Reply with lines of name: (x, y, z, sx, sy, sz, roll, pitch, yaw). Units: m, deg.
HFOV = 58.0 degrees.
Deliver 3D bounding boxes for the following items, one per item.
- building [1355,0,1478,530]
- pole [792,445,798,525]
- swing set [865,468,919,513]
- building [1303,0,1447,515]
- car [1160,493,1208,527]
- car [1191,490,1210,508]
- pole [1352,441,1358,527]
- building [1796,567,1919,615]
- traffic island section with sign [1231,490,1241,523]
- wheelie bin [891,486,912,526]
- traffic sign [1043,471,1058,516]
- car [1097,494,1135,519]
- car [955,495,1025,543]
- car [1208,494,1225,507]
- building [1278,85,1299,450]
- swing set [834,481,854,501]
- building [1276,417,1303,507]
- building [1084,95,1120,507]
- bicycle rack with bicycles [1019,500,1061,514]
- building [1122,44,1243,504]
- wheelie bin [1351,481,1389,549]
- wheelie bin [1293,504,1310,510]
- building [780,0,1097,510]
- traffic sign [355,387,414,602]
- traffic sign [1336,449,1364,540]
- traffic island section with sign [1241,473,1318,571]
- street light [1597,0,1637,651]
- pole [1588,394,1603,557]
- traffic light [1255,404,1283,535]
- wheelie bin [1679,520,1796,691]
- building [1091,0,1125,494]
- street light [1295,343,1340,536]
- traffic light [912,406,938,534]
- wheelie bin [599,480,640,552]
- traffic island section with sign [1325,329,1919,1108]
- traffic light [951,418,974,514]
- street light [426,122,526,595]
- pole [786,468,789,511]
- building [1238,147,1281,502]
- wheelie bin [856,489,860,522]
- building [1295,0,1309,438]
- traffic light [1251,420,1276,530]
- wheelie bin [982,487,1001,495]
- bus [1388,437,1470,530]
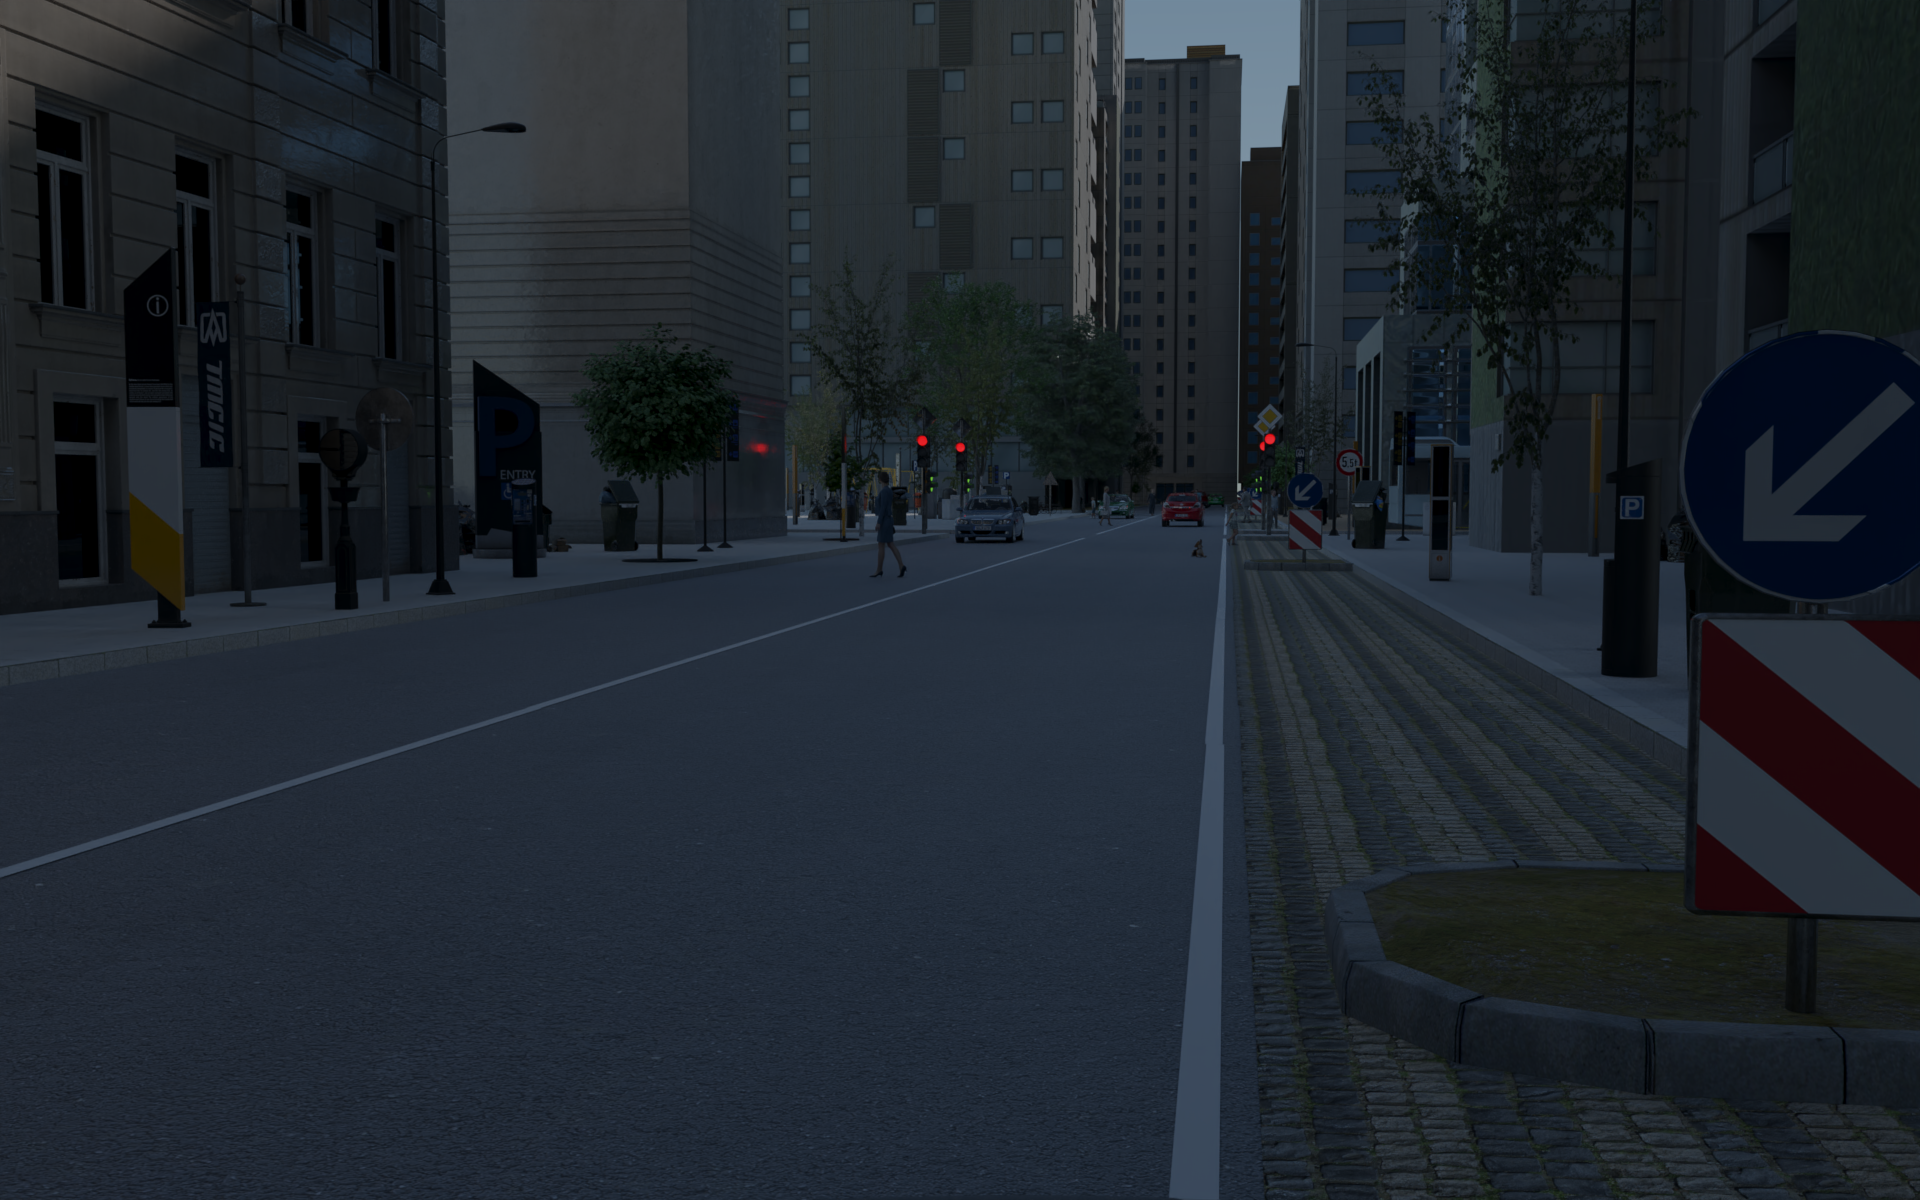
building: (32.234, -46.242, 68.725, 31.000, 86.520, 22.319, 1, 4, 9)
pole: (-6.882, -4.797, 72.269, 0.158, 3.312, 0.155, 0, 3, 0)
swing set: (-4.657, -7.283, 116.692, 3.119, 2.851, 2.862, -1, 4, -22)
building: (34.548, -35.286, 118.932, 21.231, 58.520, 28.212, 1, 4, 9)
car: (9.947, -4.163, 77.103, 2.155, 1.783, 4.494, 1, 4, 9)
car: (24.195, -10.224, 175.830, 2.281, 1.827, 5.304, 1, 4, 9)
pole: (15.242, -4.464, 66.832, 0.158, 3.312, 0.155, 0, 3, 0)
building: (17.166, -20.600, 20.412, 14.154, 41.232, 14.086, 1, 4, 9)
traffic island section with sign: (14.632, -4.748, 86.261, 1.989, 1.847, 2.006, 1, 4, 9)
wheelie bin: (-2.452, -3.833, 70.577, 0.980, 1.594, 0.693, 0, 4, -5)
traffic sign: (5.192, -6.093, 99.617, 0.884, 2.594, 0.081, 1, 4, 13)
car: (9.133, -5.452, 100.936, 2.131, 1.459, 4.920, 1, 4, 10)
car: (0.938, -2.468, 52.361, 2.014, 1.417, 4.499, 0, 4, 8)
car: (28.151, -11.106, 190.374, 1.959, 1.807, 4.718, 1, 4, 9)
building: (47.256, -34.982, 195.657, 21.300, 48.544, 21.600, 1, 4, 9)
swing set: (-8.369, -8.691, 139.712, 3.119, 2.851, 2.862, 1, 4, 19)
building: (42.603, -45.020, 174.332, 20.563, 71.187, 20.611, 1, 4, 9)
building: (8.465, -29.959, 173.431, 14.154, 41.232, 14.086, 1, 4, 9)
bicycle rack with bicycles: (5.127, -6.008, 111.610, 2.925, 0.926, 2.852, -1, 4, -22)
building: (23.282, -42.232, 232.499, 28.212, 58.520, 21.231, 1, 4, 9)
wheelie bin: (9.619, -2.005, 40.685, 0.693, 1.594, 0.980, -3, 5, -40)
wheelie bin: (14.589, -4.033, 73.851, 0.693, 1.594, 0.980, -1, 4, -10)
building: (-2.157, -34.504, 153.386, 28.713, 52.752, 27.495, 1, 4, 9)
traffic sign: (-6.861, -1.256, 20.634, 0.768, 2.556, 0.104, 1, 4, 12)
traffic sign: (10.915, -2.963, 48.554, 0.768, 2.556, 0.104, 1, 4, 18)
traffic island section with sign: (6.413, -1.485, 32.910, 1.989, 1.847, 2.006, 1, 4, 9)
street light: (4.869, -2.543, 14.113, 1.470, 5.913, 1.316, 1, 4, 9)
pole: (12.977, -2.540, 35.372, 0.158, 3.312, 0.155, 0, 3, 0)
traffic light: (9.600, -3.971, 53.853, 0.839, 4.253, 0.868, 1, 4, 9)
wheelie bin: (4.935, -0.187, 10.971, 0.693, 1.594, 0.980, 1, 4, 12)
building: (8.248, -46.685, 201.559, 20.611, 71.187, 20.563, 1, 4, 9)
street light: (10.982, -4.936, 53.240, 1.470, 5.913, 1.316, 1, 4, 9)
traffic light: (-1.137, -4.071, 55.486, 0.839, 4.253, 0.868, 1, 4, 9)
wheelie bin: (-7.669, -1.891, 38.825, 0.693, 1.594, 0.980, 3, 4, 36)
traffic island section with sign: (2.098, 0.223, 4.984, 1.989, 1.847, 2.006, 1, 4, 9)
traffic light: (0.080, -4.554, 63.379, 0.839, 4.253, 0.868, 1, 4, 9)
street light: (-6.105, -3.017, 21.868, 1.470, 5.913, 1.316, 1, 4, 9)
pole: (-13.434, -8.622, 134.820, 0.158, 3.312, 0.155, 0, 3, 0)
building: (43.658, -35.217, 225.905, 14.200, 45.320, 14.600, 1, 4, 9)
wheelie bin: (-4.728, -4.306, 78.318, 0.693, 1.594, 0.980, 2, 4, 33)
building: (43.420, -34.306, 150.145, 28.713, 52.752, 27.495, 1, 4, 9)
traffic light: (10.817, -4.454, 61.745, 0.839, 4.253, 0.868, 1, 4, 9)
wheelie bin: (1.404, -4.102, 74.974, 0.980, 1.594, 0.693, -1, 4, -9)
bus: (20.696, -3.718, 55.650, 13.247, 3.499, 2.948, 0, 4, 7)
